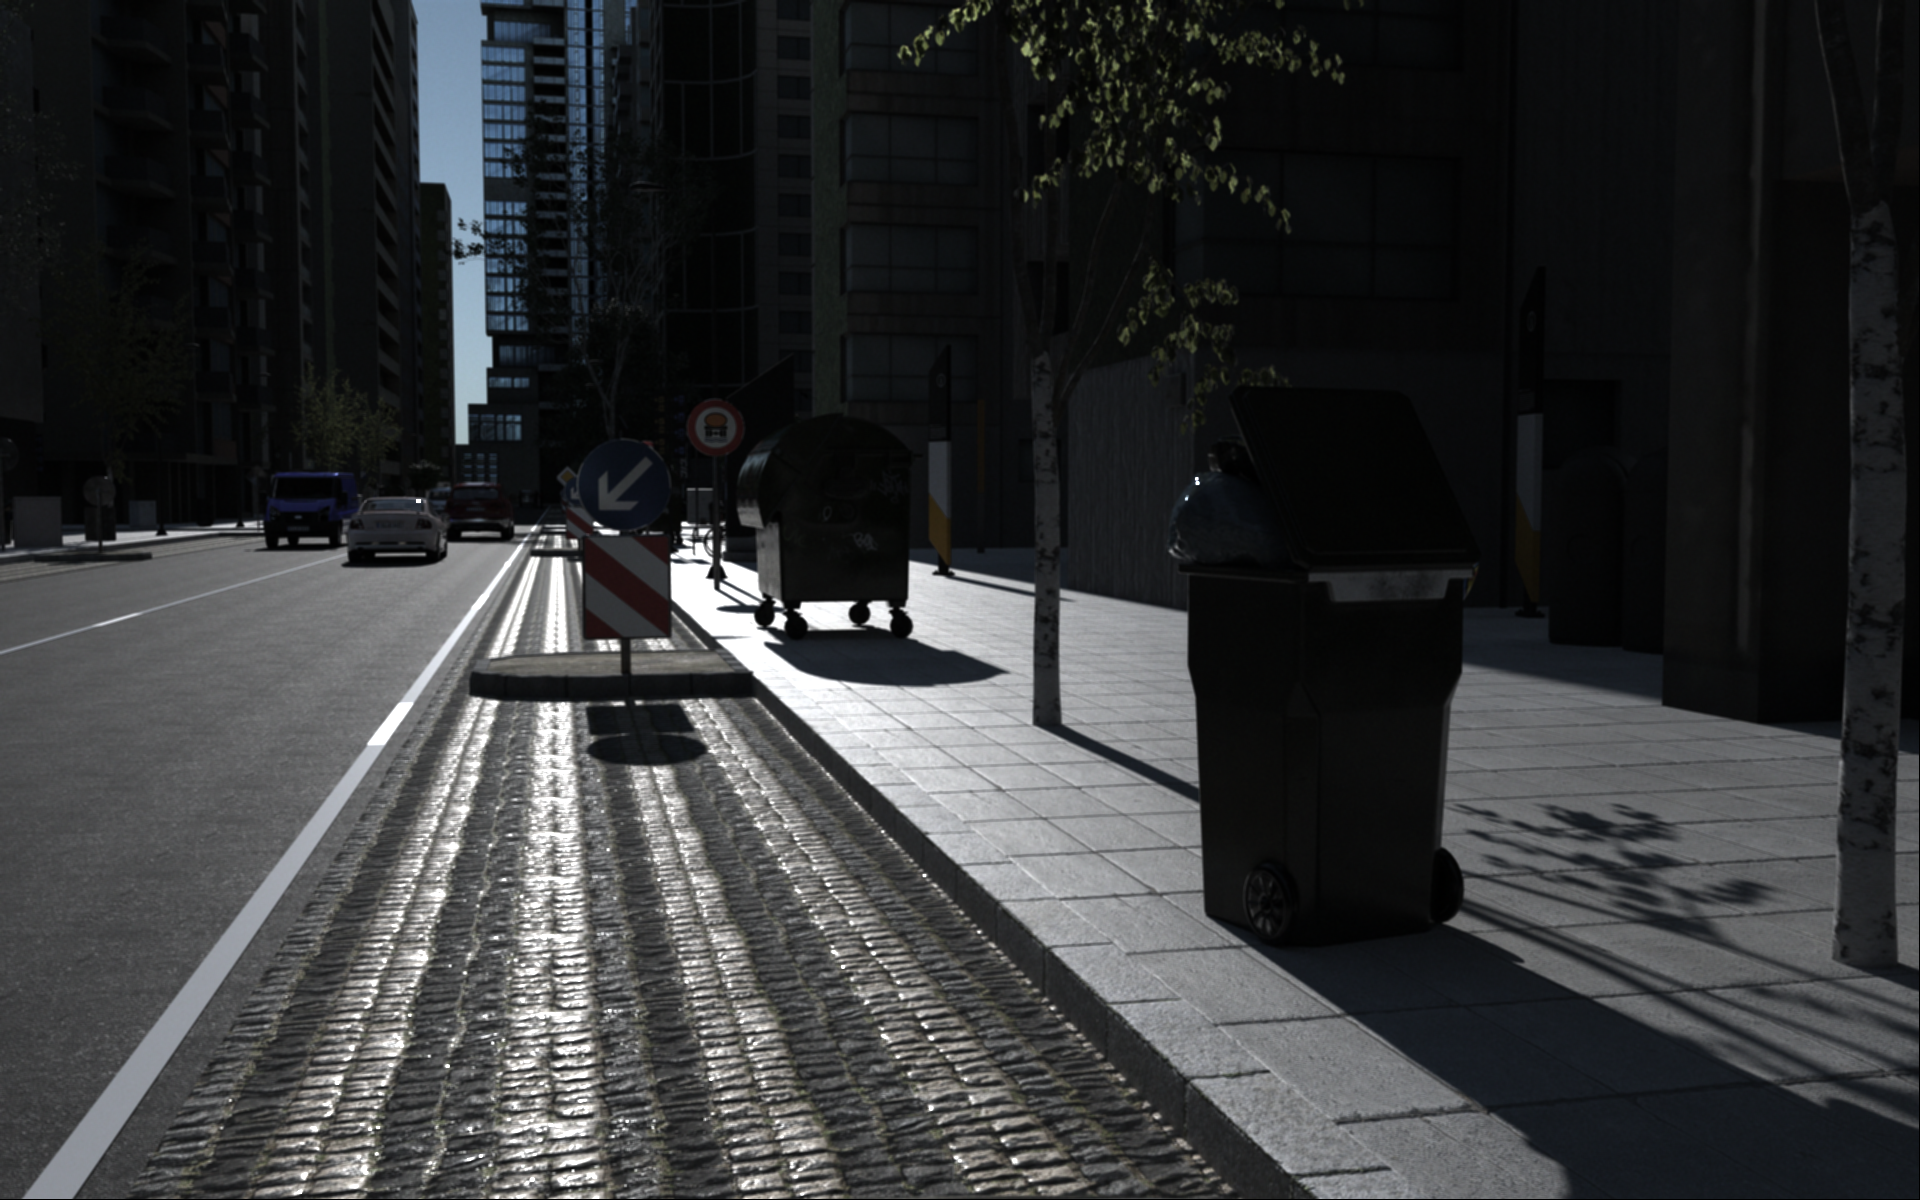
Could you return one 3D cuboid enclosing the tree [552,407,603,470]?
[{"bbox_3d":[-31.918,-13.196,150.172,7.601,10.594,8.767,0,4,6],"label":"tree"}]

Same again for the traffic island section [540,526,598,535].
[{"bbox_3d":[-13.910,-2.407,61.630,2.009,0.180,2.903,-1,4,-13],"label":"traffic island section"}]

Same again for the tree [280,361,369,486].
[{"bbox_3d":[-35.146,-8.865,95.312,4.360,8.622,3.978,0,3,0],"label":"tree"}]

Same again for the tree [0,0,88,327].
[{"bbox_3d":[-20.117,-7.232,28.621,12.009,13.543,11.850,0,3,0],"label":"tree"}]

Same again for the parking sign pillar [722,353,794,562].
[{"bbox_3d":[-3.846,-2.737,33.221,1.447,3.967,1.447,-1,4,-13],"label":"parking sign pillar"}]

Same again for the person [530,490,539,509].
[{"bbox_3d":[-40.967,-9.712,167.427,1.348,1.807,0.705,-3,5,-40],"label":"person"}]

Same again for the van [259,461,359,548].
[{"bbox_3d":[-17.971,-2.675,48.116,2.240,2.365,5.245,-1,4,-12],"label":"van"}]

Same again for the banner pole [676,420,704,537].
[{"bbox_3d":[-8.102,-3.779,51.799,0.863,3.779,0.401,-2,4,-24],"label":"banner pole"}]

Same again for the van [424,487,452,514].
[{"bbox_3d":[-31.471,-5.998,105.080,2.013,2.044,4.112,-1,4,-14],"label":"van"}]

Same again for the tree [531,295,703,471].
[{"bbox_3d":[-19.638,-11.169,99.619,9.611,12.733,9.660,0,3,0],"label":"tree"}]

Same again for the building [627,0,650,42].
[{"bbox_3d":[-22.665,-33.793,172.125,23.786,49.044,30.456,-1,4,-13],"label":"building"}]

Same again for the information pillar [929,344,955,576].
[{"bbox_3d":[-0.310,-2.202,27.353,0.183,3.616,0.504,-3,4,-38],"label":"information pillar"}]

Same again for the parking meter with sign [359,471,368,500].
[{"bbox_3d":[-44.932,-8.276,131.577,1.738,3.016,0.543,3,5,42],"label":"parking meter with sign"}]

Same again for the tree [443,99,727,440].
[{"bbox_3d":[-18.072,-13.978,84.423,12.611,20.169,13.585,0,3,0],"label":"tree"}]

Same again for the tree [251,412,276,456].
[{"bbox_3d":[-43.703,-9.406,104.158,4.737,8.622,4.395,0,3,0],"label":"tree"}]

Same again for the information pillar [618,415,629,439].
[{"bbox_3d":[-9.966,-3.670,51.362,0.183,3.616,0.504,-3,5,-40],"label":"information pillar"}]

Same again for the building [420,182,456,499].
[{"bbox_3d":[-74.328,-33.332,228.580,14.086,41.232,14.154,-1,4,-13],"label":"building"}]

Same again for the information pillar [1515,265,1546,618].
[{"bbox_3d":[5.944,-1.633,18.055,0.183,3.616,0.504,0,4,-3],"label":"information pillar"}]

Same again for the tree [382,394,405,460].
[{"bbox_3d":[-42.400,-10.696,125.237,4.360,8.622,3.978,0,3,0],"label":"tree"}]

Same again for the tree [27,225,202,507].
[{"bbox_3d":[-23.646,-6.005,48.545,4.737,8.622,4.395,0,3,0],"label":"tree"}]

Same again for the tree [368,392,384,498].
[{"bbox_3d":[-38.105,-9.519,106.002,4.360,8.622,3.978,0,3,0],"label":"tree"}]

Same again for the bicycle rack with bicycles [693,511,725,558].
[{"bbox_3d":[-4.227,-1.383,35.988,2.925,0.926,2.852,-2,4,-25],"label":"bicycle rack with bicycles"}]

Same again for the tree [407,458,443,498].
[{"bbox_3d":[-49.397,-10.780,159.968,4.285,4.588,4.351,0,3,0],"label":"tree"}]

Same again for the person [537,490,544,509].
[{"bbox_3d":[-39.820,-9.547,164.561,0.705,1.831,1.348,1,4,13],"label":"person"}]

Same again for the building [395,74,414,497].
[{"bbox_3d":[-64.736,-32.383,179.574,14.600,45.320,14.200,-1,4,-13],"label":"building"}]

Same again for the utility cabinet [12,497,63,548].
[{"bbox_3d":[-22.292,-1.877,41.859,1.020,1.237,0.306,-2,4,-35],"label":"utility cabinet"}]

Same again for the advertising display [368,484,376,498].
[{"bbox_3d":[-37.473,-6.433,110.401,0.123,1.923,0.974,0,4,6],"label":"advertising display"}]

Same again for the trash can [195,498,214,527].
[{"bbox_3d":[-29.892,-3.480,68.550,0.748,1.137,0.748,0,3,0],"label":"trash can"}]

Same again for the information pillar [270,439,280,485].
[{"bbox_3d":[-29.230,-5.036,73.693,0.183,3.616,0.504,-2,4,-28],"label":"information pillar"}]

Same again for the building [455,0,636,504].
[{"bbox_3d":[-52.640,-56.475,236.038,31.000,86.520,22.319,-1,4,-13],"label":"building"}]

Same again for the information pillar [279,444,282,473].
[{"bbox_3d":[-31.505,-5.414,79.867,0.504,3.616,0.183,-1,4,-17],"label":"information pillar"}]

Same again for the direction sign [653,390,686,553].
[{"bbox_3d":[-6.359,-2.813,37.995,0.876,3.537,0.379,2,4,29],"label":"direction sign"}]

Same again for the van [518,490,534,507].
[{"bbox_3d":[-49.588,-11.698,198.278,2.013,2.044,4.112,-1,4,-13],"label":"van"}]

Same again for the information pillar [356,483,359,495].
[{"bbox_3d":[-39.301,-6.619,112.707,0.304,2.012,0.304,-1,4,-10],"label":"information pillar"}]

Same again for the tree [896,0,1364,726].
[{"bbox_3d":[0.642,-3.599,9.208,4.360,8.622,3.978,0,3,0],"label":"tree"}]

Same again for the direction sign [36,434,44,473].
[{"bbox_3d":[-35.095,-4.505,65.655,0.876,3.537,0.379,1,4,12],"label":"direction sign"}]

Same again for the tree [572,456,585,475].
[{"bbox_3d":[-26.682,-8.662,125.345,4.285,4.588,4.351,0,3,0],"label":"tree"}]

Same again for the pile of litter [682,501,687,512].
[{"bbox_3d":[-17.060,-5.720,107.493,1.719,0.858,1.176,2,4,29],"label":"pile of litter"}]

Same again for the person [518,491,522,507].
[{"bbox_3d":[-48.730,-11.210,191.881,0.705,1.812,1.348,0,4,-1],"label":"person"}]

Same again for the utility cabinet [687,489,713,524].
[{"bbox_3d":[-10.988,-3.968,73.552,1.173,1.500,0.318,0,4,-4],"label":"utility cabinet"}]

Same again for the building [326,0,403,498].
[{"bbox_3d":[-59.670,-31.988,146.704,21.300,48.544,21.600,-1,4,-13],"label":"building"}]

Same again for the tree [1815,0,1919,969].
[{"bbox_3d":[2.569,-3.297,4.272,4.360,8.622,3.978,0,3,0],"label":"tree"}]

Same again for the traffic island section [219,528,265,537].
[{"bbox_3d":[-24.035,-2.264,59.297,2.009,0.180,2.903,-1,4,-13],"label":"traffic island section"}]

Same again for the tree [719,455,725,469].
[{"bbox_3d":[-6.160,-4.409,55.798,4.285,4.588,4.351,0,3,0],"label":"tree"}]

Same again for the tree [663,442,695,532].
[{"bbox_3d":[-9.995,-3.925,58.767,1.663,3.219,1.824,0,3,0],"label":"tree"}]

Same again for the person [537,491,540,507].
[{"bbox_3d":[-45.594,-10.867,186.852,0.551,1.740,0.621,-2,4,-32],"label":"person"}]

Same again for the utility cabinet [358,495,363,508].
[{"bbox_3d":[-38.074,-6.011,109.442,0.306,1.237,1.020,0,4,7],"label":"utility cabinet"}]
